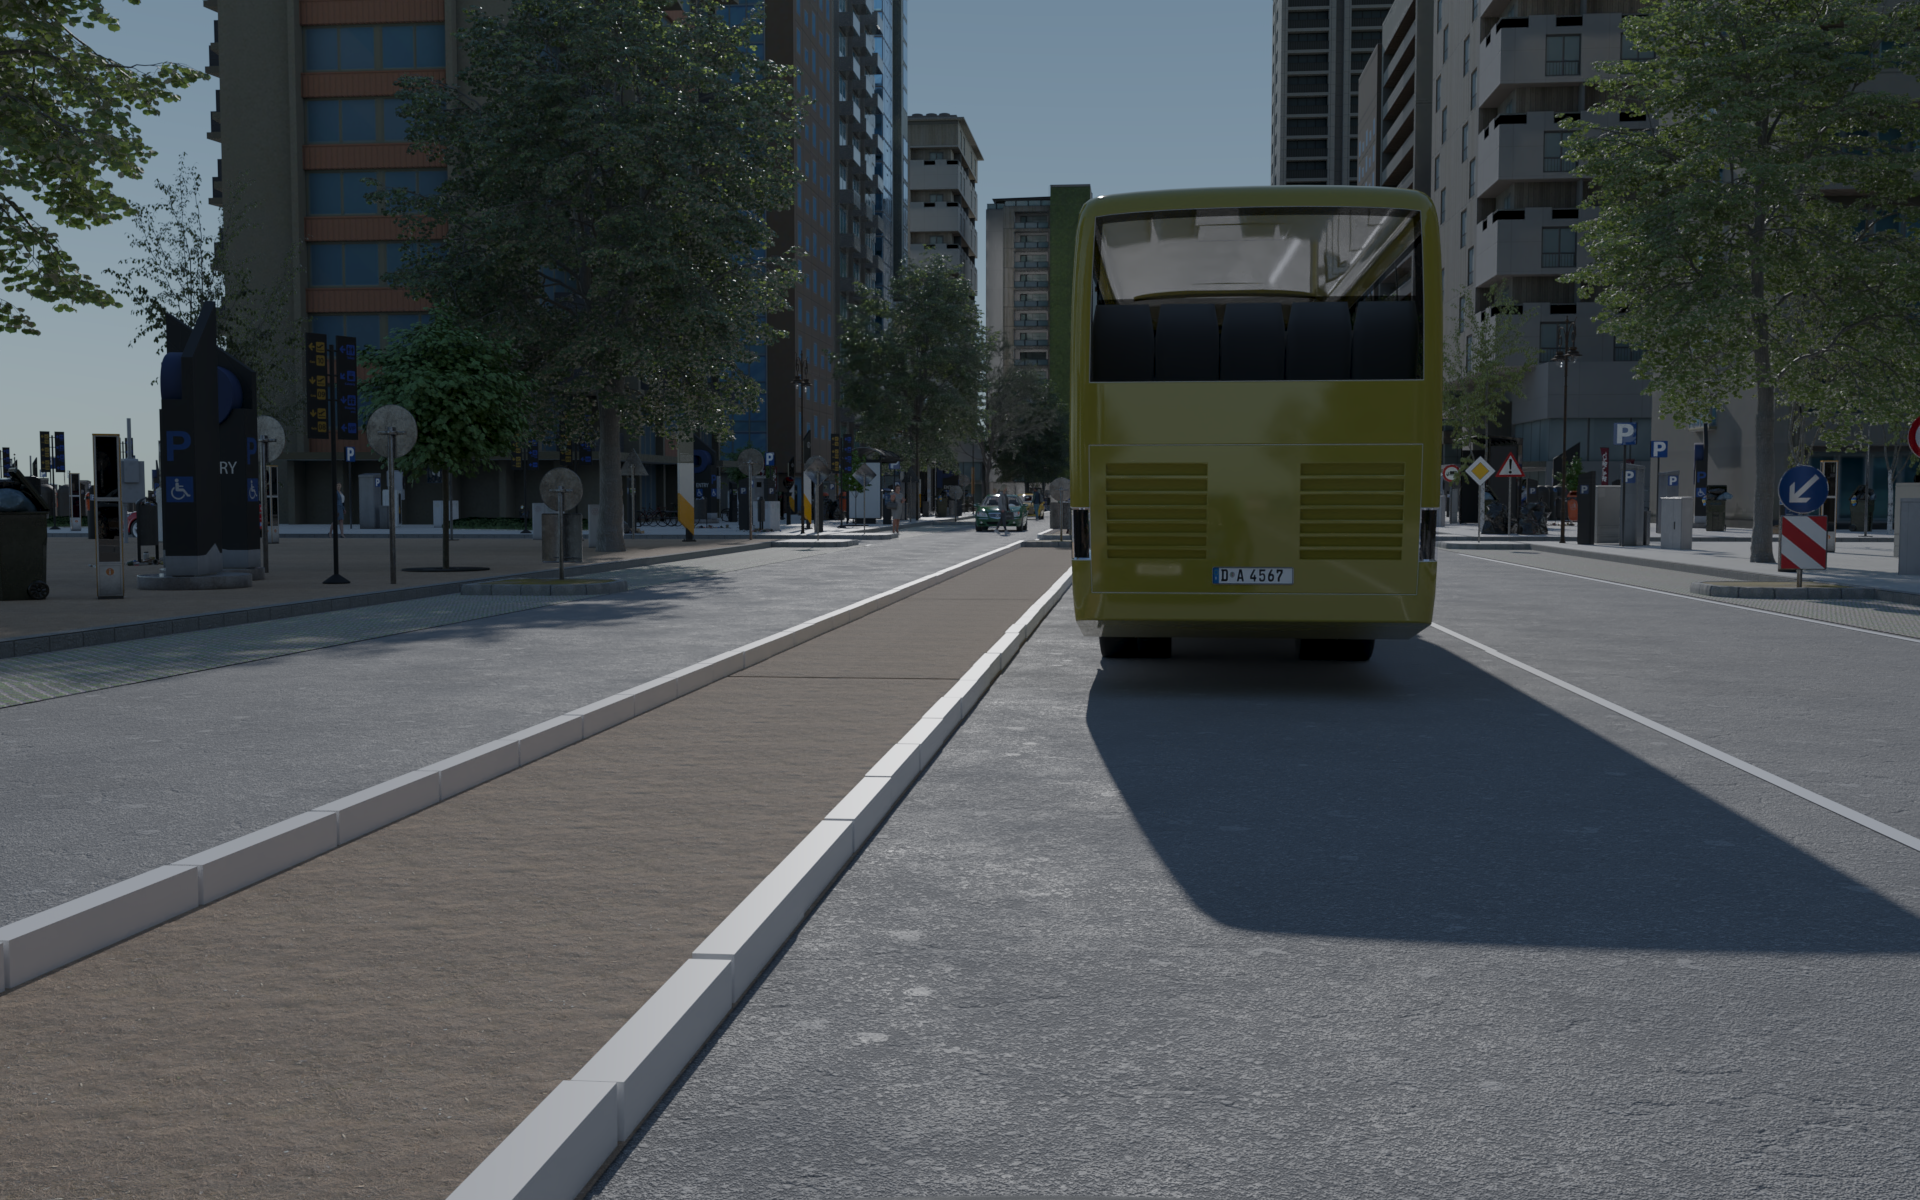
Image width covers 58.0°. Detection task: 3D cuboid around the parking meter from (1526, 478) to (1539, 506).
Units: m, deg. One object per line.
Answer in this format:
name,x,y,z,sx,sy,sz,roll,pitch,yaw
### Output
parking meter,20.650,-3.473,62.491,0.399,1.863,0.255,1,4,12

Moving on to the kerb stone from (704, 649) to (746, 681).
kerb stone,-1.879,0.524,13.632,0.120,0.150,1.000,0,4,6

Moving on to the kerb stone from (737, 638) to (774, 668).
kerb stone,-1.763,0.461,14.651,0.120,0.150,1.000,0,4,6

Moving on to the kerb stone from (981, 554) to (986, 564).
kerb stone,0.380,-0.786,35.052,0.120,0.150,1.000,0,4,6

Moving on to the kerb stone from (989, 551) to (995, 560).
kerb stone,0.597,-0.911,37.091,0.120,0.150,1.000,0,4,6

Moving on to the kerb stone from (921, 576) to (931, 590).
kerb stone,-0.592,-0.221,25.869,0.120,0.150,1.000,0,4,6

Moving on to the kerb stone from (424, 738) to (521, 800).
kerb stone,-2.415,0.837,8.545,0.120,0.150,1.000,0,4,6

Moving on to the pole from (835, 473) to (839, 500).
pole,-8.344,-7.555,117.374,0.158,3.312,0.155,0,3,0

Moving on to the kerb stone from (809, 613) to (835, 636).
kerb stone,-1.451,0.274,17.719,0.120,0.150,1.000,0,4,6

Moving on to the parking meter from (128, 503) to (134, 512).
parking meter,-58.519,-6.960,122.203,0.372,1.533,0.369,0,3,0

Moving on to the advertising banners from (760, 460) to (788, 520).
advertising banners,-9.386,-5.520,86.435,0.090,3.025,2.074,-3,5,-43

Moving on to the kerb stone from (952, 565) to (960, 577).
kerb stone,-0.154,-0.474,29.941,0.120,0.150,1.000,0,4,6

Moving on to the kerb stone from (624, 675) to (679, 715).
kerb stone,-2.090,0.648,11.593,0.120,0.150,1.000,0,4,6

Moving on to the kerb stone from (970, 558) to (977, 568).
kerb stone,0.160,-0.662,33.013,0.120,0.150,1.000,0,4,6

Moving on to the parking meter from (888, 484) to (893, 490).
parking meter,-4.169,-6.069,104.935,0.399,1.863,0.255,3,5,45

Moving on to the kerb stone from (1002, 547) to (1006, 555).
kerb stone,0.916,-1.098,40.147,0.120,0.150,1.000,0,4,6

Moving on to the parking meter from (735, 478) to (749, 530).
parking meter,-7.636,-3.397,61.258,0.399,1.863,0.255,1,4,11

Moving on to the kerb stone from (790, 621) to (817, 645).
kerb stone,-1.556,0.340,16.699,0.120,0.150,1.000,0,4,6

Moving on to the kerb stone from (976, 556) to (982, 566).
kerb stone,0.273,-0.724,34.034,0.120,0.150,1.000,0,4,6

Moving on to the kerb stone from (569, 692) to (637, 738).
kerb stone,-2.195,0.711,10.577,0.120,0.150,1.000,0,4,6

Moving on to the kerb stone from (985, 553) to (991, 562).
kerb stone,0.485,-0.848,36.068,0.120,0.150,1.000,0,4,6

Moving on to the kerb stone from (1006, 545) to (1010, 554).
kerb stone,1.025,-1.159,41.163,0.120,0.150,1.000,0,4,6

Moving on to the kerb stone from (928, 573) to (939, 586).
kerb stone,-0.483,-0.287,26.887,0.120,0.150,1.000,0,4,6

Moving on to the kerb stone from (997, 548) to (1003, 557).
kerb stone,0.808,-1.036,39.131,0.120,0.150,1.000,0,4,6

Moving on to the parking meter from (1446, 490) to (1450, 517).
parking meter,27.127,-5.352,95.912,0.372,1.533,0.369,0,3,0

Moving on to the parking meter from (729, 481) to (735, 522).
parking meter,-10.356,-4.490,79.119,0.255,1.863,0.399,-2,4,-34

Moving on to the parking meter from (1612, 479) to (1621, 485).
parking meter,26.305,-3.896,69.403,0.255,1.863,0.399,-1,4,-10

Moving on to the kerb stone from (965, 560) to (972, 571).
kerb stone,0.057,-0.599,31.996,0.120,0.150,1.000,0,4,6

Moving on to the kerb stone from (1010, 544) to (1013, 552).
kerb stone,1.135,-1.214,42.180,0.120,0.150,1.000,0,4,6

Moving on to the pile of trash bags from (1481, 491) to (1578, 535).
pile of trash bags,18.225,-2.760,54.874,1.912,1.369,3.447,-3,5,-42

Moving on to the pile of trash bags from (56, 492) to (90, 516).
pile of trash bags,-49.850,-5.406,98.137,1.912,1.369,3.447,3,5,44

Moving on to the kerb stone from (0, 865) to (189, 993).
kerb stone,-2.740,1.022,5.483,0.120,0.150,1.000,0,4,6

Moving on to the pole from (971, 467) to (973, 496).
pole,0.971,-8.376,130.795,0.158,3.312,0.155,0,3,0

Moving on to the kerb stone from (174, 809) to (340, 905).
kerb stone,-2.627,0.960,6.498,0.120,0.150,1.000,0,4,6

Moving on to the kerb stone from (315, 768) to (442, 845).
kerb stone,-2.522,0.897,7.523,0.120,0.150,1.000,0,4,6

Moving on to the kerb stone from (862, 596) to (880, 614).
kerb stone,-1.127,0.087,20.769,0.120,0.150,1.000,0,4,6

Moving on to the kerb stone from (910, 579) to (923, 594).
kerb stone,-0.696,-0.162,24.852,0.120,0.150,1.000,0,4,6

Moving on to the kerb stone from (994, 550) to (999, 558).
kerb stone,0.696,-0.973,38.108,0.120,0.150,1.000,0,4,6

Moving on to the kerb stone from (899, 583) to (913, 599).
kerb stone,-0.803,-0.100,23.836,0.120,0.150,1.000,0,4,6

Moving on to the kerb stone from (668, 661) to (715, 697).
kerb stone,-1.982,0.587,12.611,0.120,0.150,1.000,0,4,6

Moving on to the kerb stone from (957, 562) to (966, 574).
kerb stone,-0.048,-0.534,30.967,0.120,0.150,1.000,0,4,6

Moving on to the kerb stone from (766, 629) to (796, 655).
kerb stone,-1.664,0.404,15.671,0.120,0.150,1.000,0,4,6

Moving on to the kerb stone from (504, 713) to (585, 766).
kerb stone,-2.306,0.776,9.561,0.120,0.150,1.000,0,4,6

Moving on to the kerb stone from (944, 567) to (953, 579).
kerb stone,-0.269,-0.411,28.926,0.120,0.150,1.000,0,4,6

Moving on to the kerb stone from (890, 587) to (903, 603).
kerb stone,-0.910,-0.033,22.814,0.120,0.150,1.000,0,4,6

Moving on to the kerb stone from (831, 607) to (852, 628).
kerb stone,-1.340,0.212,18.736,0.120,0.150,1.000,0,4,6

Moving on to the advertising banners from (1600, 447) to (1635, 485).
advertising banners,24.702,-4.219,65.164,2.074,3.025,0.090,-2,4,-33

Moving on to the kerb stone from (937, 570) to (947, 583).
kerb stone,-0.369,-0.344,27.905,0.120,0.150,1.000,0,4,6

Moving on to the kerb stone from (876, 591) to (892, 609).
kerb stone,-1.016,0.025,21.788,0.120,0.150,1.000,0,4,6

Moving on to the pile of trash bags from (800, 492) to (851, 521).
pile of trash bags,-6.362,-4.595,84.875,1.912,1.369,3.447,-2,4,-34

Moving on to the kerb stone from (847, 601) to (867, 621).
kerb stone,-1.228,0.149,19.751,0.120,0.150,1.000,0,4,6
